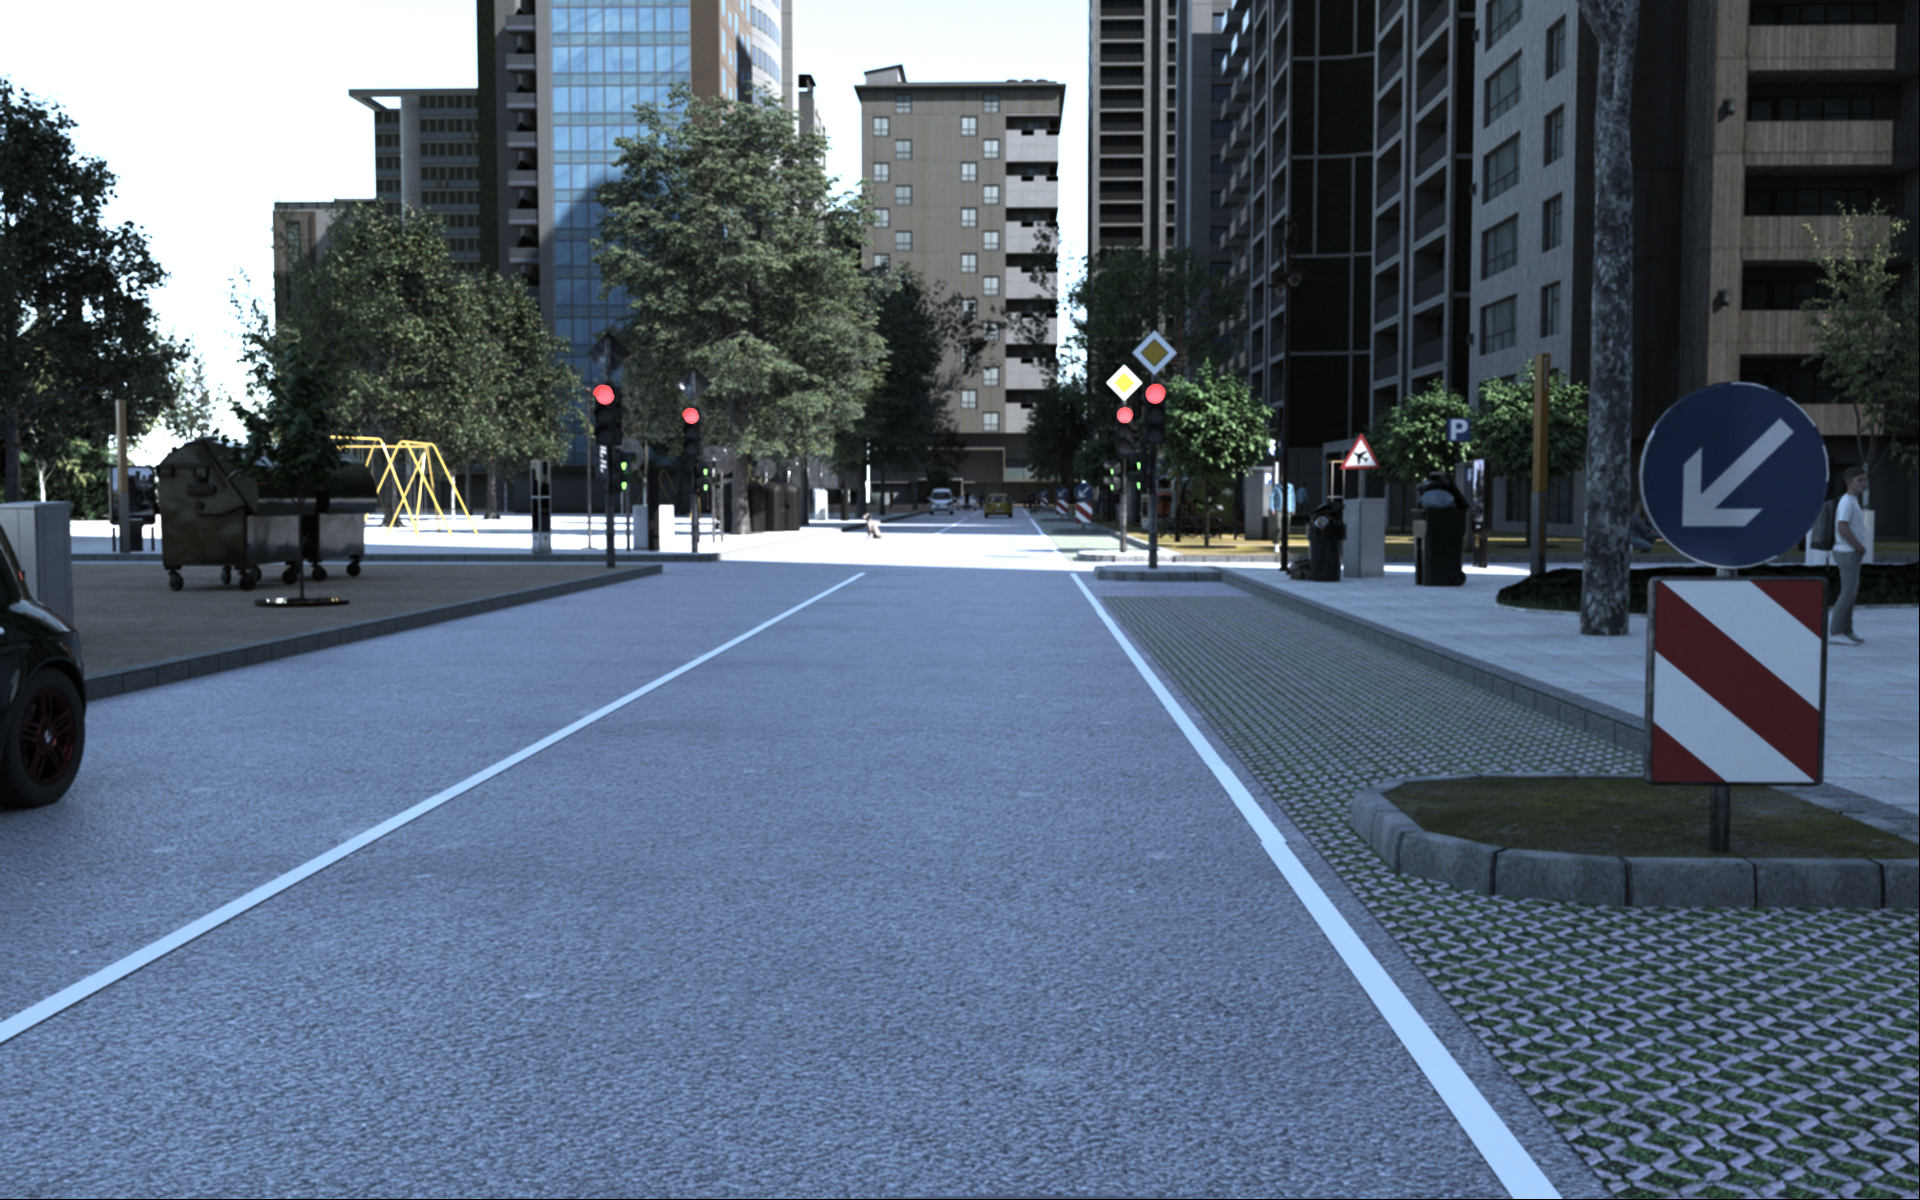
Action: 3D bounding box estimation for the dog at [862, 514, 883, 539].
[{"bbox_3d":[-2.648,-2.321,54.786,0.800,0.831,0.513,1,4,16],"label":"dog"}]

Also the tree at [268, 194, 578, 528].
[{"bbox_3d":[-21.775,-9.130,66.276,9.611,12.733,9.660,0,3,0],"label":"tree"}]

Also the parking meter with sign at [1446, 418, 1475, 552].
[{"bbox_3d":[11.366,-2.602,38.808,0.543,3.016,1.738,0,4,1],"label":"parking meter with sign"}]

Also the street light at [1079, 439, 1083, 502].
[{"bbox_3d":[7.804,-8.518,112.053,0.468,5.910,1.993,0,4,2],"label":"street light"}]

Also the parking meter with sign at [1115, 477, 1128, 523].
[{"bbox_3d":[7.699,-4.959,77.344,0.543,3.016,1.738,-3,5,-43],"label":"parking meter with sign"}]

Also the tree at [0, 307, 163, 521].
[{"bbox_3d":[-53.884,-12.260,102.279,13.155,14.587,18.604,0,4,-7],"label":"tree"}]

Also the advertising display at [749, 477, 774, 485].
[{"bbox_3d":[-7.409,-3.635,64.648,0.974,1.923,0.123,-2,4,-34],"label":"advertising display"}]

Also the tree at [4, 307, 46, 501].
[{"bbox_3d":[-31.421,-6.663,59.307,4.737,8.622,4.395,0,3,0],"label":"tree"}]

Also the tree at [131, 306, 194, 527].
[{"bbox_3d":[-31.813,-7.144,67.161,4.737,8.622,4.395,0,3,0],"label":"tree"}]

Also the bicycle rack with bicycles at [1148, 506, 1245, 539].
[{"bbox_3d":[6.876,-2.280,50.663,2.925,0.926,2.852,2,4,25],"label":"bicycle rack with bicycles"}]

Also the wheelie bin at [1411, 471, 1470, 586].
[{"bbox_3d":[6.714,-1.001,24.283,0.693,1.594,0.980,0,4,-5],"label":"wheelie bin"}]

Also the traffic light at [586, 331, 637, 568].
[{"bbox_3d":[-6.053,-2.511,29.979,0.839,4.253,0.868,0,4,2],"label":"traffic light"}]

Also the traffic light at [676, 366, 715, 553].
[{"bbox_3d":[-5.813,-2.999,37.960,0.839,4.253,0.868,0,4,2],"label":"traffic light"}]

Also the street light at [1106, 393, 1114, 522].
[{"bbox_3d":[6.825,-6.519,79.381,0.468,5.910,1.993,0,4,2],"label":"street light"}]

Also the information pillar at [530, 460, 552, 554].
[{"bbox_3d":[-8.997,-2.001,37.204,0.304,2.012,0.304,3,5,42],"label":"information pillar"}]

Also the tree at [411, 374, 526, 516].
[{"bbox_3d":[-28.653,-11.262,102.256,7.486,12.596,7.792,0,3,0],"label":"tree"}]

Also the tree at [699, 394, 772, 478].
[{"bbox_3d":[-10.579,-8.135,83.365,4.360,8.622,3.978,0,3,0],"label":"tree"}]

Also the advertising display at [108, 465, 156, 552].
[{"bbox_3d":[-18.562,-2.057,38.852,0.123,1.923,0.974,3,5,42],"label":"advertising display"}]

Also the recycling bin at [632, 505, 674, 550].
[{"bbox_3d":[-7.093,-1.683,40.065,0.722,1.027,0.722,1,4,19],"label":"recycling bin"}]

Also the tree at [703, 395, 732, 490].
[{"bbox_3d":[-13.059,-8.806,94.335,4.737,8.622,4.395,0,3,0],"label":"tree"}]

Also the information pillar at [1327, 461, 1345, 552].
[{"bbox_3d":[8.317,-2.071,38.360,0.304,2.012,0.304,0,4,-8],"label":"information pillar"}]

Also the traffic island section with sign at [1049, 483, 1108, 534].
[{"bbox_3d":[4.342,-3.308,62.716,1.989,1.847,2.006,0,4,2],"label":"traffic island section with sign"}]

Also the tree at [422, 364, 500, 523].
[{"bbox_3d":[-22.245,-7.687,76.042,4.360,8.622,3.978,0,3,0],"label":"tree"}]

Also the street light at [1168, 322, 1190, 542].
[{"bbox_3d":[5.872,-4.514,46.598,0.468,5.910,1.993,0,4,2],"label":"street light"}]

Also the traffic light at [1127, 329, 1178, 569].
[{"bbox_3d":[3.304,-2.495,29.714,0.839,4.253,0.868,0,4,2],"label":"traffic light"}]

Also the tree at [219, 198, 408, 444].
[{"bbox_3d":[-15.693,-5.621,42.258,4.737,8.622,4.395,0,3,0],"label":"tree"}]

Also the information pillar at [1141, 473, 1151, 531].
[{"bbox_3d":[6.480,-3.391,59.927,0.304,2.012,0.304,3,4,38],"label":"information pillar"}]

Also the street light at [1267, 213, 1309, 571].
[{"bbox_3d":[5.425,-3.426,28.796,0.468,5.910,1.993,0,4,2],"label":"street light"}]

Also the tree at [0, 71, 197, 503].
[{"bbox_3d":[-25.847,-7.963,47.196,9.611,12.733,9.660,0,3,0],"label":"tree"}]

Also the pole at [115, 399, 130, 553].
[{"bbox_3d":[-18.093,-2.666,37.430,0.158,3.312,0.155,0,3,0],"label":"pole"}]

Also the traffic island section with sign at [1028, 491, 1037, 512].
[{"bbox_3d":[6.682,-8.036,140.011,1.989,1.847,2.006,0,4,2],"label":"traffic island section with sign"}]

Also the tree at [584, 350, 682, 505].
[{"bbox_3d":[-14.477,-7.809,78.042,4.360,8.622,3.978,0,3,0],"label":"tree"}]

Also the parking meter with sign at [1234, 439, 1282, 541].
[{"bbox_3d":[8.270,-3.164,47.995,0.543,3.016,1.738,-3,5,-40],"label":"parking meter with sign"}]

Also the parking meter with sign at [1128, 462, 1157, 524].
[{"bbox_3d":[8.327,-4.832,75.270,1.738,3.016,0.543,0,4,1],"label":"parking meter with sign"}]

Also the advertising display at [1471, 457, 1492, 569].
[{"bbox_3d":[9.085,-1.529,30.213,0.123,1.923,0.974,0,4,5],"label":"advertising display"}]

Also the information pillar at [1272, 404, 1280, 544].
[{"bbox_3d":[8.202,-3.272,44.856,0.183,3.616,0.504,1,4,9],"label":"information pillar"}]

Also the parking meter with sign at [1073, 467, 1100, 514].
[{"bbox_3d":[8.070,-6.985,110.470,1.738,3.016,0.543,0,4,6],"label":"parking meter with sign"}]

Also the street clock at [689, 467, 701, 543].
[{"bbox_3d":[-6.965,-2.508,45.570,0.358,2.002,0.471,0,4,4],"label":"street clock"}]

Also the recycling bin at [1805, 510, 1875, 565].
[{"bbox_3d":[13.672,-0.878,26.916,0.722,1.027,0.722,-2,4,-34],"label":"recycling bin"}]

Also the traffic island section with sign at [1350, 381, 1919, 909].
[{"bbox_3d":[2.651,0.106,6.903,1.989,1.847,2.006,0,4,2],"label":"traffic island section with sign"}]

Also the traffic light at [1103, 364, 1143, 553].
[{"bbox_3d":[3.545,-2.983,37.695,0.839,4.253,0.868,0,4,2],"label":"traffic light"}]

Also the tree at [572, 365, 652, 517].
[{"bbox_3d":[-18.921,-8.880,95.554,4.737,8.622,4.395,0,3,0],"label":"tree"}]

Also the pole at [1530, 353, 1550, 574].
[{"bbox_3d":[8.462,-1.921,25.260,0.158,3.312,0.155,0,3,0],"label":"pole"}]

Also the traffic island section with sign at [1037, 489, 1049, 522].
[{"bbox_3d":[5.163,-4.974,89.958,1.989,1.847,2.006,0,4,2],"label":"traffic island section with sign"}]

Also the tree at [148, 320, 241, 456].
[{"bbox_3d":[-32.044,-7.473,72.539,4.360,8.622,3.978,0,3,0],"label":"tree"}]
